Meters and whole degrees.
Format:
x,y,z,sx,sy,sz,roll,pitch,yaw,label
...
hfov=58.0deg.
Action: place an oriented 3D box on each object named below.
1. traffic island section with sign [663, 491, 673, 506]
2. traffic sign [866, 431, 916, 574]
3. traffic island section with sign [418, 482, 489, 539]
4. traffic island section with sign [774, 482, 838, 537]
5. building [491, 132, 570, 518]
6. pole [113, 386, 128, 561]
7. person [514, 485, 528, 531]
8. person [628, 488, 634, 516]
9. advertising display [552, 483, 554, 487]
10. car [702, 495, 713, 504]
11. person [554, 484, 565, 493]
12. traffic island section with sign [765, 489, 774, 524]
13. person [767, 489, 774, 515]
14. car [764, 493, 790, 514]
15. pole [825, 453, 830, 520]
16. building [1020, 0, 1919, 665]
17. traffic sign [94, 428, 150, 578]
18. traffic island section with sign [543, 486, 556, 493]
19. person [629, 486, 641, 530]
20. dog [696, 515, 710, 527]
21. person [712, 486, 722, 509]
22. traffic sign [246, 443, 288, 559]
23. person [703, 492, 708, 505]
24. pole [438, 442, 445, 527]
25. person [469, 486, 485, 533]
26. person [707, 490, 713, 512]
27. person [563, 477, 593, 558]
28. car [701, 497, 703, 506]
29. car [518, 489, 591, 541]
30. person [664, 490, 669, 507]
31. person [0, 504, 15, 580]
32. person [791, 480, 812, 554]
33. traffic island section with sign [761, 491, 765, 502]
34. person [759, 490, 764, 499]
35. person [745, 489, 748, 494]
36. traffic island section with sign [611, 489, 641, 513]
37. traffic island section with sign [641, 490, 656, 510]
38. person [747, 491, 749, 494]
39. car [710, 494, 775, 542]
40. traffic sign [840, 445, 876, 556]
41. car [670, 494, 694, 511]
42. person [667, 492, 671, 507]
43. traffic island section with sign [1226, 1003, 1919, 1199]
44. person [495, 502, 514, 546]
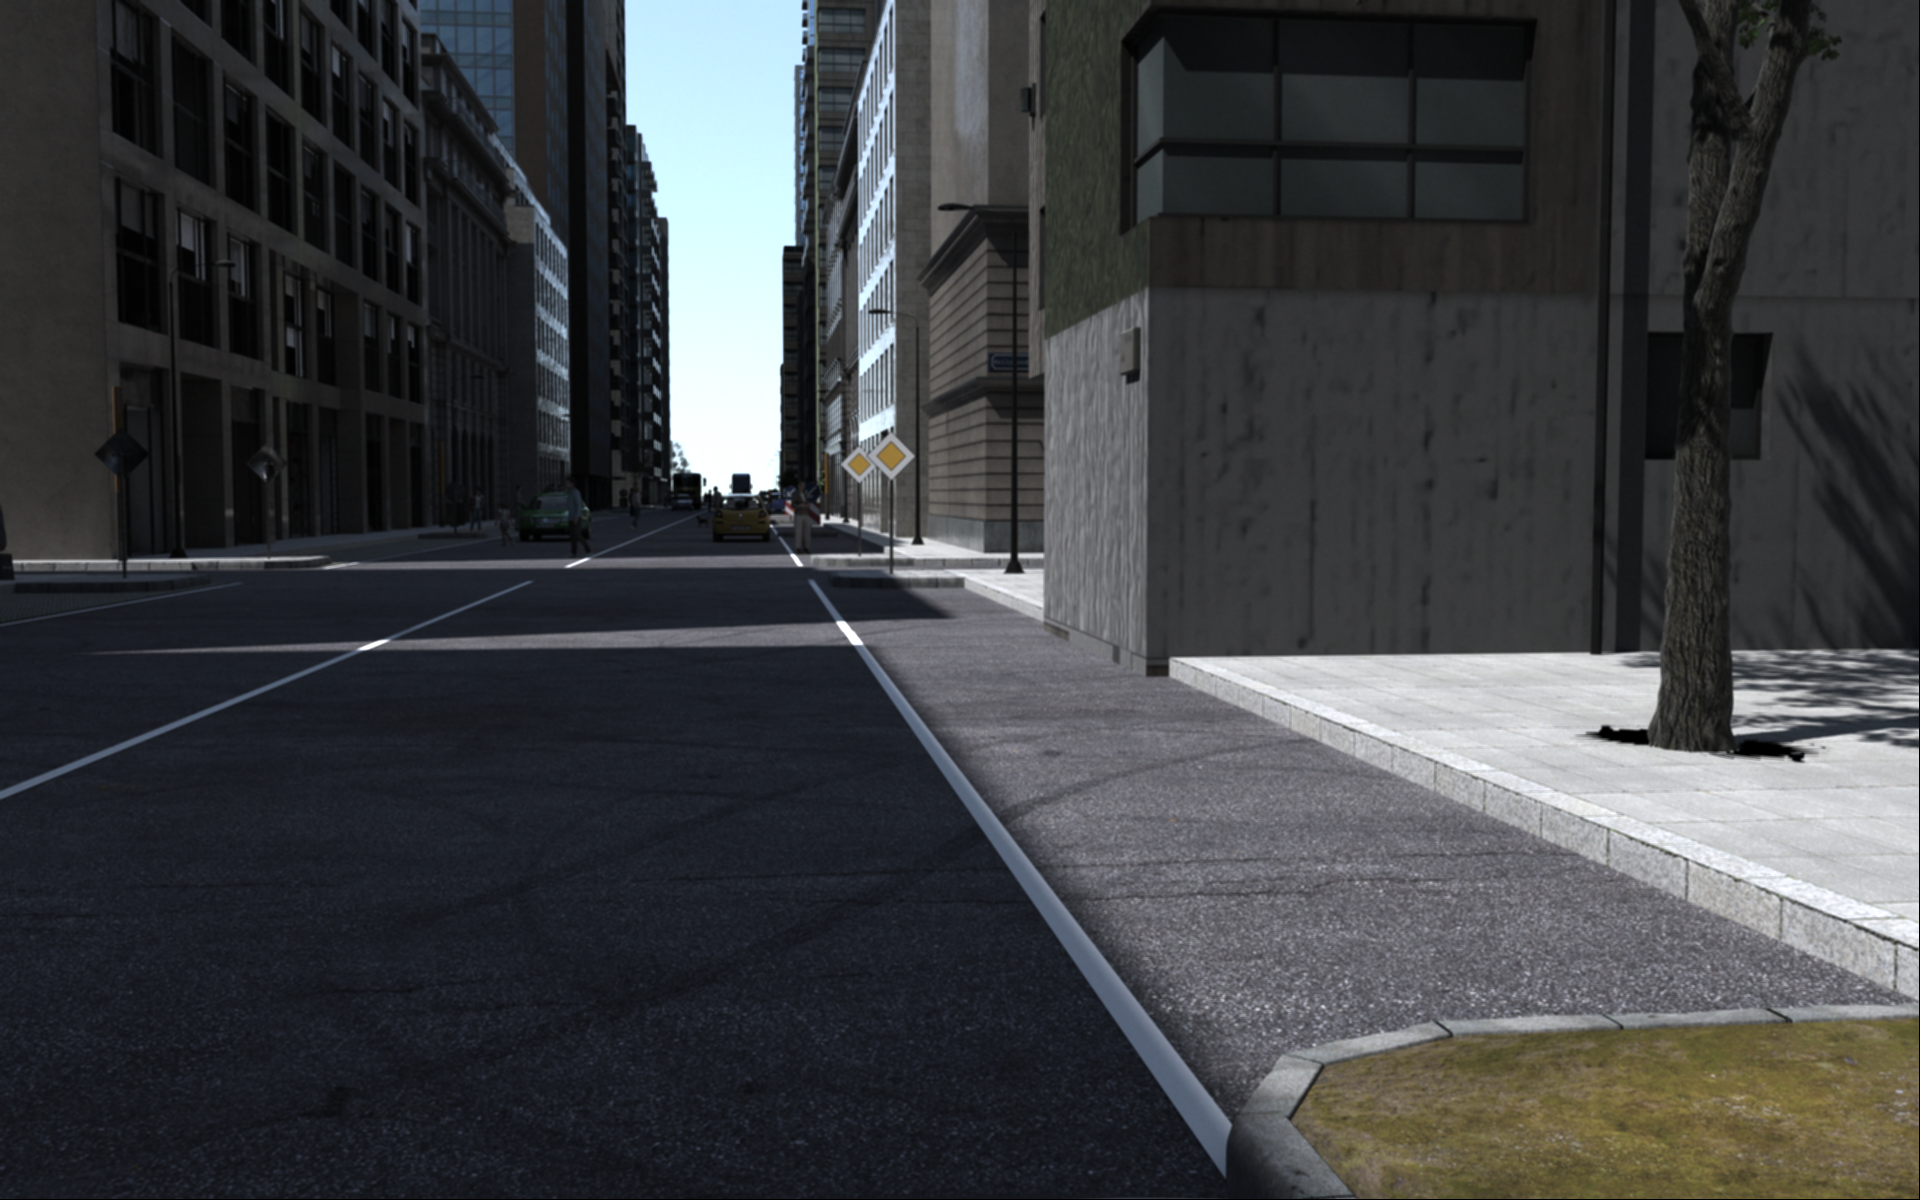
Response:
x,y,z,sx,sy,sz,roll,pitch,yaw,label
-35.789,-12.604,214.701,1.989,1.847,2.006,0,4,-7,traffic island section with sign
-1.101,-1.471,27.699,0.795,2.450,0.064,0,4,-7,traffic sign
-16.392,-2.908,56.174,1.989,1.847,2.006,0,4,-7,traffic island section with sign
-5.166,-3.044,58.396,1.989,1.847,2.006,0,4,-7,traffic island section with sign
-28.563,-14.944,99.079,10.420,20.320,16.860,0,4,-7,building
-15.984,-2.392,32.958,0.158,3.312,0.155,0,3,0,pole
-17.009,-3.575,67.147,0.583,1.804,0.606,-1,4,-18,person
-21.092,-6.308,111.573,0.705,1.831,1.348,1,4,15,person
-22.899,-5.642,97.457,0.123,1.923,0.974,-1,4,-15,advertising display
-35.552,-14.288,245.972,2.083,1.381,4.827,0,4,-5,car
-16.692,-3.916,72.394,0.638,1.841,0.748,0,4,4,person
-8.437,-4.680,85.153,1.989,1.847,2.006,0,4,-7,traffic island section with sign
-12.672,-6.571,116.465,0.721,1.766,1.217,-1,4,-14,person
-13.173,-7.081,125.368,1.945,1.707,3.694,0,4,-8,car
-6.619,-5.658,86.359,0.158,3.312,0.155,0,3,0,pole
7.598,-15.204,20.291,14.160,30.474,14.107,0,4,-7,building
-12.711,-1.386,26.304,0.795,2.450,0.064,0,4,-7,traffic sign
-19.732,-4.577,83.464,1.989,1.847,2.006,0,4,-7,traffic island section with sign
-12.838,-3.626,68.463,0.731,1.740,0.598,3,4,39,person
-11.187,-3.430,75.367,0.540,0.507,0.406,-2,4,-28,dog
-11.639,-4.548,82.958,0.391,1.810,0.635,1,4,17,person
-13.681,-1.871,34.231,0.795,2.450,0.064,0,4,-7,traffic sign
-33.488,-13.400,228.147,0.990,1.755,0.434,2,4,28,person
-20.129,-4.489,67.245,0.158,3.312,0.155,0,3,0,pole
-17.641,-3.298,63.261,0.563,1.720,0.643,-2,4,-27,person
-20.486,-8.165,142.128,0.705,1.807,1.348,1,4,13,person
-8.562,-1.852,38.792,0.620,1.820,0.660,-2,4,-32,person
-32.180,-12.116,209.896,2.131,1.459,4.920,0,4,-7,car
-12.593,-2.760,53.919,1.959,1.807,4.718,0,4,-5,car
-31.113,-10.732,183.832,0.599,1.838,0.709,0,4,5,person
-10.495,-0.607,18.611,0.709,1.800,0.728,-1,4,-11,person
-3.757,-1.966,41.197,0.519,1.759,0.362,-3,5,-43,person
-14.501,-7.713,134.735,1.989,1.847,2.006,0,4,-7,traffic island section with sign
-21.357,-10.882,186.285,0.599,1.838,0.709,2,4,27,person
-16.506,-7.645,133.455,0.705,1.831,1.348,-2,4,-27,person
-25.822,-7.623,133.260,1.989,1.847,2.006,0,4,-7,traffic island section with sign
-29.146,-9.280,160.362,1.989,1.847,2.006,0,4,-7,traffic island section with sign
-22.192,-10.494,180.809,0.721,1.736,1.217,2,4,35,person
-6.694,-2.631,53.243,2.015,1.641,3.980,0,4,-6,car
-2.071,-1.956,35.625,0.795,2.450,0.064,0,4,-7,traffic sign
-23.788,-8.328,148.158,2.014,1.417,4.499,-1,4,-9,car
-33.167,-11.481,197.006,0.721,1.735,1.217,-3,4,-36,person
1.587,0.331,3.216,1.989,1.847,2.006,0,4,-7,traffic island section with sign
-12.635,-2.110,48.008,0.382,1.210,0.505,3,5,40,person
